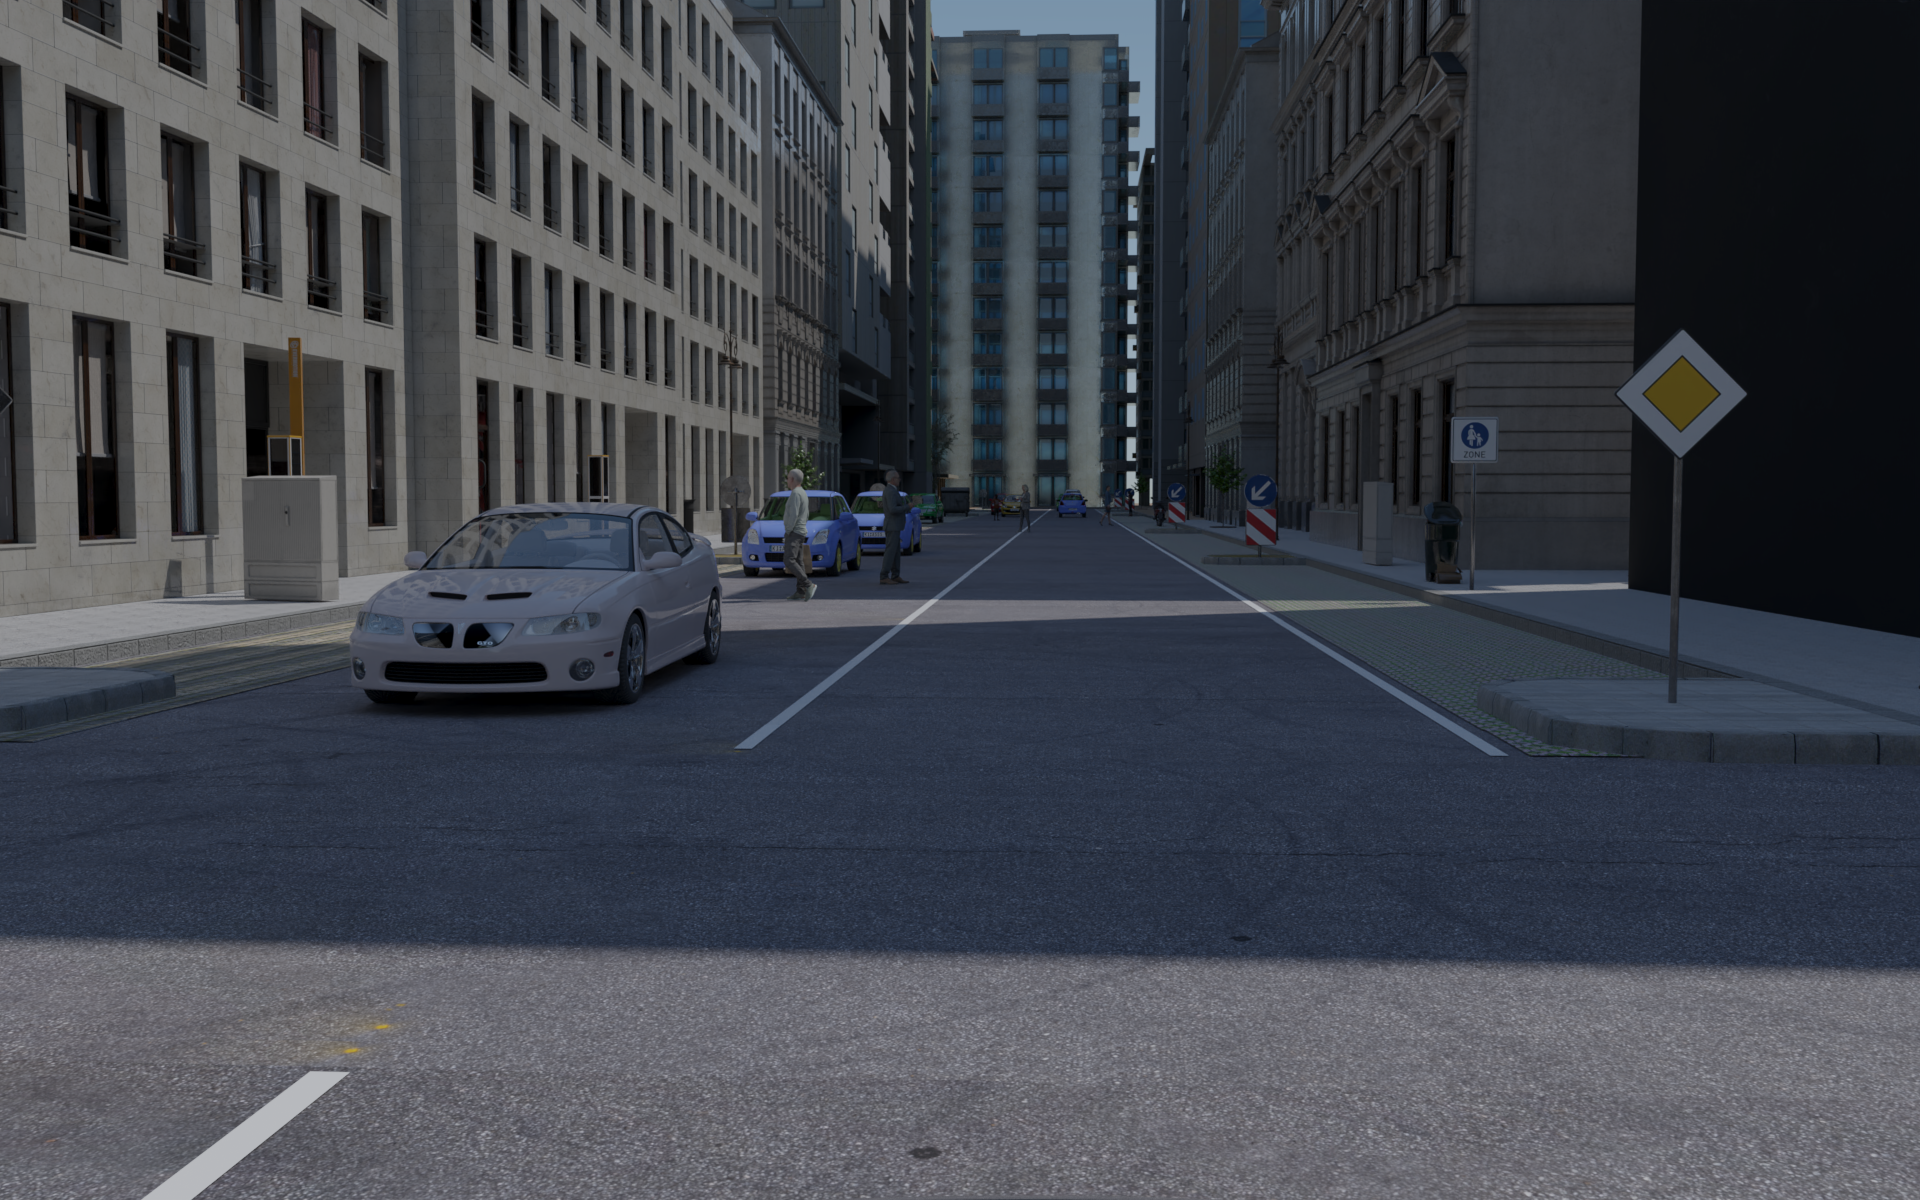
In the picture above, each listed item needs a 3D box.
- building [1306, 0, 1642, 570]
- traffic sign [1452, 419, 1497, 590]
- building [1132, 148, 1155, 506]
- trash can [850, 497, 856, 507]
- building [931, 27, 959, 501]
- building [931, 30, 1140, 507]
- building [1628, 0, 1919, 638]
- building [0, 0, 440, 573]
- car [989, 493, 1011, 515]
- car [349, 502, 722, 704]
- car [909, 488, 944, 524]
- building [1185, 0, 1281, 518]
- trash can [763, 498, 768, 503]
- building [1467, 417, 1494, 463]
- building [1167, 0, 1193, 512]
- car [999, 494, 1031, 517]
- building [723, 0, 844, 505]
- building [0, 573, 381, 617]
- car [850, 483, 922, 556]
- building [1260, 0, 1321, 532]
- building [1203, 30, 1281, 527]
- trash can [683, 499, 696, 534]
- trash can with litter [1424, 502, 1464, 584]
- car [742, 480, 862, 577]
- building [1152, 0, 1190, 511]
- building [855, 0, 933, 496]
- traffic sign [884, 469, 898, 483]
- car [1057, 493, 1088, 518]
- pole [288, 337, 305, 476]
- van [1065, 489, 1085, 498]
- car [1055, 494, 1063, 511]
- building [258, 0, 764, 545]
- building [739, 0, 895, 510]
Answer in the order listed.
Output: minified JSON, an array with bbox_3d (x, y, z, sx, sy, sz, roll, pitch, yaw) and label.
[{"bbox_3d":[13.680,-10.571,37.456,10.561,19.102,19.286,0,4,4],"label":"building"},{"bbox_3d":[6.835,-1.281,23.068,0.606,2.300,0.079,0,4,6],"label":"traffic sign"},{"bbox_3d":[30.757,-30.134,184.565,23.993,40.220,32.217,0,4,4],"label":"building"},{"bbox_3d":[-5.048,-4.507,85.339,0.748,1.137,0.748,0,3,0],"label":"trash can"},{"bbox_3d":[-15.215,-30.394,151.568,28.867,44.769,22.147,0,4,4],"label":"building"},{"bbox_3d":[3.321,-34.386,181.817,30.456,49.044,23.786,0,4,4],"label":"building"},{"bbox_3d":[16.557,-11.405,16.142,15.834,23.373,12.332,0,4,4],"label":"building"},{"bbox_3d":[-13.069,-11.175,37.464,10.420,20.320,16.860,0,4,4],"label":"building"},{"bbox_3d":[3.068,-6.701,118.602,2.155,1.783,4.494,0,4,4],"label":"car"},{"bbox_3d":[-3.056,-0.060,13.348,2.083,1.381,4.827,0,4,3],"label":"car"},{"bbox_3d":[-1.821,-4.627,84.447,1.959,1.807,4.718,0,4,5],"label":"car"},{"bbox_3d":[19.734,-27.091,93.047,14.600,45.320,14.200,0,4,4],"label":"building"},{"bbox_3d":[-6.303,-2.872,58.611,0.748,1.137,0.748,0,3,0],"label":"trash can"},{"bbox_3d":[52.925,-23.189,150.845,14.107,30.474,14.160,0,4,4],"label":"building"},{"bbox_3d":[26.391,-30.324,115.408,23.786,49.044,30.456,0,4,4],"label":"building"},{"bbox_3d":[3.464,-6.029,108.798,2.015,1.641,3.980,0,4,3],"label":"car"},{"bbox_3d":[-10.855,-13.658,72.452,9.793,20.994,18.267,0,4,4],"label":"building"},{"bbox_3d":[-14.927,-10.151,20.720,10.420,20.320,16.860,0,4,4],"label":"building"},{"bbox_3d":[-1.866,-1.951,41.489,1.945,1.707,3.694,0,4,3],"label":"car"},{"bbox_3d":[16.399,-13.938,56.766,11.050,23.489,19.941,0,4,4],"label":"building"},{"bbox_3d":[16.226,-13.883,76.133,9.793,20.994,18.267,0,4,4],"label":"building"},{"bbox_3d":[-7.517,-2.156,46.910,0.748,1.137,0.748,0,3,0],"label":"trash can"},{"bbox_3d":[7.086,-0.839,25.108,0.624,1.170,1.055,0,4,3],"label":"trash can with litter"},{"bbox_3d":[-2.824,-1.325,31.253,1.945,1.707,3.694,0,4,5],"label":"car"},{"bbox_3d":[26.789,-36.860,144.656,21.231,58.520,28.212,0,4,4],"label":"building"},{"bbox_3d":[-9.490,-26.742,120.823,14.154,41.232,14.086,0,4,4],"label":"building"},{"bbox_3d":[-3.453,-5.294,86.663,0.768,2.556,0.104,1,4,12],"label":"traffic sign"},{"bbox_3d":[6.904,-5.926,106.483,1.945,1.707,3.694,0,4,3],"label":"car"},{"bbox_3d":[-8.672,-1.764,22.681,0.158,3.312,0.155,0,3,0],"label":"pole"},{"bbox_3d":[10.175,-9.087,155.586,2.013,2.044,4.112,0,4,6],"label":"van"},{"bbox_3d":[8.888,-8.255,143.759,1.959,1.807,4.718,0,4,3],"label":"car"},{"bbox_3d":[-12.845,-12.206,54.312,10.420,20.320,16.860,0,4,4],"label":"building"},{"bbox_3d":[-18.494,-31.254,100.248,28.713,52.752,27.495,0,4,4],"label":"building"}]
